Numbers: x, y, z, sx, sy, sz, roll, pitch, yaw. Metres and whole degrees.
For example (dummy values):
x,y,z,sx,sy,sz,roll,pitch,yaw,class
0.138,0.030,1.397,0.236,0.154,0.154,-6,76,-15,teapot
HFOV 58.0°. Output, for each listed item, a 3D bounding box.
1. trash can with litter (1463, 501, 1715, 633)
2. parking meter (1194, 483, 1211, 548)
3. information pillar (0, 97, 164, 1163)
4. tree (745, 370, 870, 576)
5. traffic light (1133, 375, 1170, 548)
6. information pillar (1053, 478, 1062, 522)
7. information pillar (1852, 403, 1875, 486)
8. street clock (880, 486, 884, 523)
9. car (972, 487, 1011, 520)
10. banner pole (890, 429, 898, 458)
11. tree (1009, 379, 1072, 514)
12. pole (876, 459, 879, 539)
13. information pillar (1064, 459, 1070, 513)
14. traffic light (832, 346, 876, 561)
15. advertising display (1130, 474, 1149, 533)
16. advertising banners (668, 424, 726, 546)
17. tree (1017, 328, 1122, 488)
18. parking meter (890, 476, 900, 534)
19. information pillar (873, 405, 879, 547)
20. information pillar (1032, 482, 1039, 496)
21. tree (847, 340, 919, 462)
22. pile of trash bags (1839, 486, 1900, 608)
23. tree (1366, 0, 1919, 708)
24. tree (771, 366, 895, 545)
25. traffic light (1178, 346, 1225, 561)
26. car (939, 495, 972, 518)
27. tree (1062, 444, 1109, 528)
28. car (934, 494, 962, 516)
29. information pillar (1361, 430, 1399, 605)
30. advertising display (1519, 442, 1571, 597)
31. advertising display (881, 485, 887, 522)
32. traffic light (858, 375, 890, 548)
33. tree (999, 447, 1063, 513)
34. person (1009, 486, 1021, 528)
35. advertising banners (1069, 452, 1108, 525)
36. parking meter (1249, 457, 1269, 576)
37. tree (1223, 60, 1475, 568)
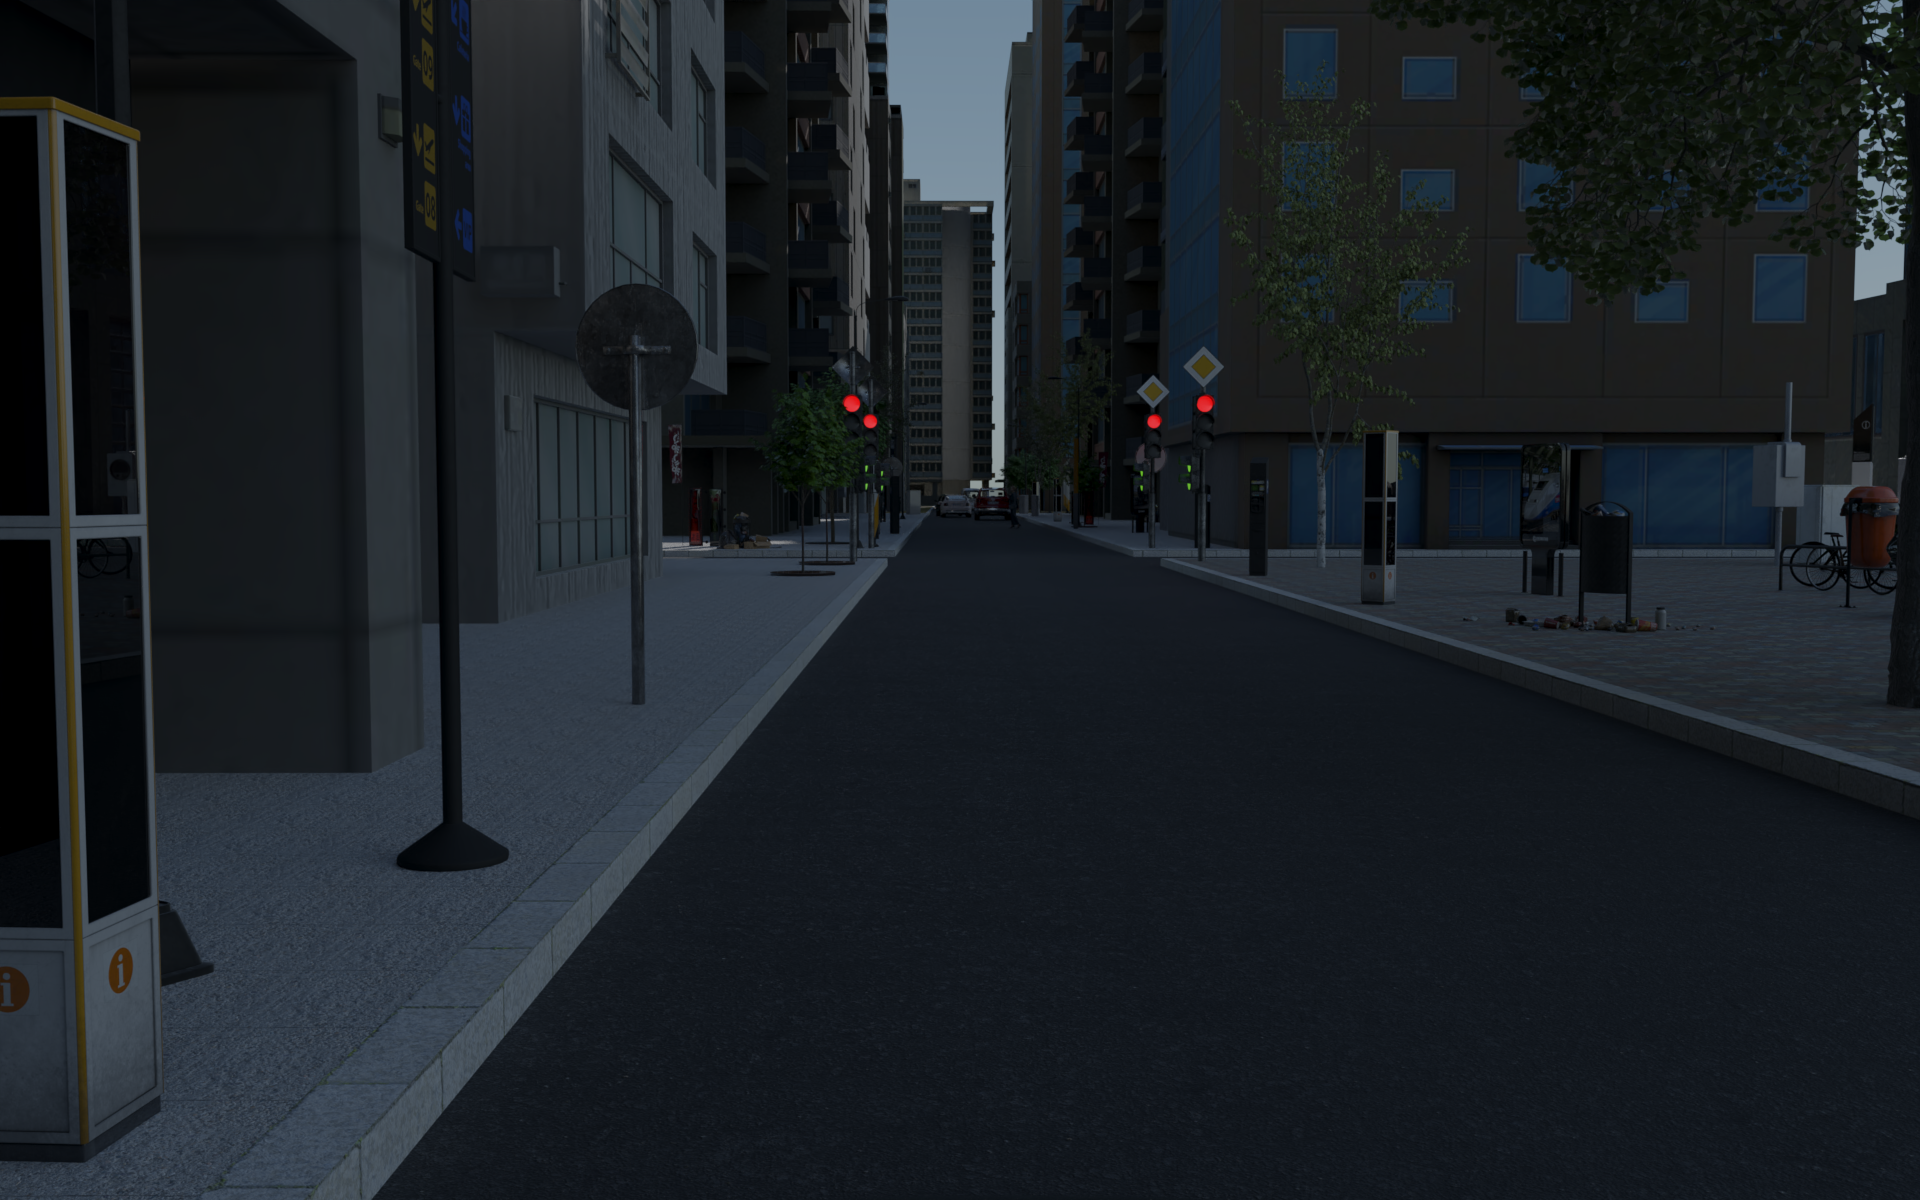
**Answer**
x,y,z,sx,sy,sz,roll,pitch,yaw,class
5.978,-0.352,16.816,1.678,1.210,2.233,-3,4,-37,trash can with litter
5.754,-1.999,41.092,0.372,1.533,0.369,0,3,0,parking meter
-1.812,0.066,3.410,0.304,2.012,0.304,0,4,3,information pillar
-2.444,-1.996,27.229,1.663,3.219,1.824,0,3,0,tree
4.532,-3.182,40.950,0.839,4.253,0.868,0,4,0,traffic light
4.552,-4.663,80.728,0.304,2.012,0.304,-1,4,-20,information pillar
23.388,-3.274,44.887,0.183,3.616,0.504,-3,4,-36,information pillar
-3.622,-4.500,78.148,0.471,2.002,0.358,0,4,1,street clock
1.800,-5.353,96.199,2.281,1.827,5.304,0,4,0,car
-2.530,-4.667,66.317,0.401,3.779,0.863,1,4,18,banner pole
5.285,-9.853,111.460,4.360,8.622,3.978,0,3,0,tree
-2.414,-3.384,49.177,0.158,3.312,0.155,0,3,0,pole
7.066,-7.545,114.707,0.183,3.616,0.504,-3,5,-41,information pillar
-2.015,-2.690,32.896,0.839,4.253,0.868,0,4,0,traffic light
5.965,-3.187,57.315,0.123,1.923,0.974,3,5,40,advertising display
-6.520,-2.851,42.809,2.074,3.025,0.090,3,5,40,advertising banners
4.902,-7.691,76.113,4.737,8.622,4.395,0,3,0,tree
-2.110,-3.070,55.902,0.255,1.863,0.399,-1,4,-14,parking meter
-2.079,-3.094,41.946,0.183,3.616,0.504,1,4,11,information pillar
4.577,-6.147,104.988,0.304,2.012,0.304,2,4,28,information pillar
-4.029,-8.145,83.531,4.360,8.622,3.978,0,3,0,tree
10.581,-0.519,18.231,1.912,1.369,3.447,-1,4,-13,pile of trash bags
5.460,-5.635,10.258,7.486,12.596,7.792,0,3,0,tree
-3.229,-3.727,44.658,4.285,4.588,4.351,0,3,0,tree
4.596,-2.694,32.966,0.839,4.253,0.868,0,4,0,traffic light
-0.255,-5.790,107.033,2.083,1.381,4.827,0,4,-2,car
4.798,-4.394,66.451,1.663,3.219,1.824,0,3,0,tree
-0.696,-6.344,113.505,2.009,1.686,4.222,0,4,0,car
4.874,-0.956,20.123,0.304,2.012,0.304,3,5,41,information pillar
7.431,-1.029,22.045,0.123,1.923,0.974,-1,4,-12,advertising display
-3.506,-4.553,79.649,0.123,1.923,0.974,-1,4,-11,advertising display
-2.079,-3.178,40.881,0.839,4.253,0.868,0,4,0,traffic light
4.479,-8.573,123.881,4.285,4.588,4.351,0,3,0,tree
2.283,-3.885,72.445,0.534,1.772,0.576,0,4,-4,person
5.365,-4.644,72.118,2.074,3.025,0.090,3,5,44,advertising banners
4.697,-1.315,27.213,0.255,1.863,0.399,1,4,17,parking meter
6.352,-4.858,29.785,4.737,8.622,4.395,0,3,0,tree
